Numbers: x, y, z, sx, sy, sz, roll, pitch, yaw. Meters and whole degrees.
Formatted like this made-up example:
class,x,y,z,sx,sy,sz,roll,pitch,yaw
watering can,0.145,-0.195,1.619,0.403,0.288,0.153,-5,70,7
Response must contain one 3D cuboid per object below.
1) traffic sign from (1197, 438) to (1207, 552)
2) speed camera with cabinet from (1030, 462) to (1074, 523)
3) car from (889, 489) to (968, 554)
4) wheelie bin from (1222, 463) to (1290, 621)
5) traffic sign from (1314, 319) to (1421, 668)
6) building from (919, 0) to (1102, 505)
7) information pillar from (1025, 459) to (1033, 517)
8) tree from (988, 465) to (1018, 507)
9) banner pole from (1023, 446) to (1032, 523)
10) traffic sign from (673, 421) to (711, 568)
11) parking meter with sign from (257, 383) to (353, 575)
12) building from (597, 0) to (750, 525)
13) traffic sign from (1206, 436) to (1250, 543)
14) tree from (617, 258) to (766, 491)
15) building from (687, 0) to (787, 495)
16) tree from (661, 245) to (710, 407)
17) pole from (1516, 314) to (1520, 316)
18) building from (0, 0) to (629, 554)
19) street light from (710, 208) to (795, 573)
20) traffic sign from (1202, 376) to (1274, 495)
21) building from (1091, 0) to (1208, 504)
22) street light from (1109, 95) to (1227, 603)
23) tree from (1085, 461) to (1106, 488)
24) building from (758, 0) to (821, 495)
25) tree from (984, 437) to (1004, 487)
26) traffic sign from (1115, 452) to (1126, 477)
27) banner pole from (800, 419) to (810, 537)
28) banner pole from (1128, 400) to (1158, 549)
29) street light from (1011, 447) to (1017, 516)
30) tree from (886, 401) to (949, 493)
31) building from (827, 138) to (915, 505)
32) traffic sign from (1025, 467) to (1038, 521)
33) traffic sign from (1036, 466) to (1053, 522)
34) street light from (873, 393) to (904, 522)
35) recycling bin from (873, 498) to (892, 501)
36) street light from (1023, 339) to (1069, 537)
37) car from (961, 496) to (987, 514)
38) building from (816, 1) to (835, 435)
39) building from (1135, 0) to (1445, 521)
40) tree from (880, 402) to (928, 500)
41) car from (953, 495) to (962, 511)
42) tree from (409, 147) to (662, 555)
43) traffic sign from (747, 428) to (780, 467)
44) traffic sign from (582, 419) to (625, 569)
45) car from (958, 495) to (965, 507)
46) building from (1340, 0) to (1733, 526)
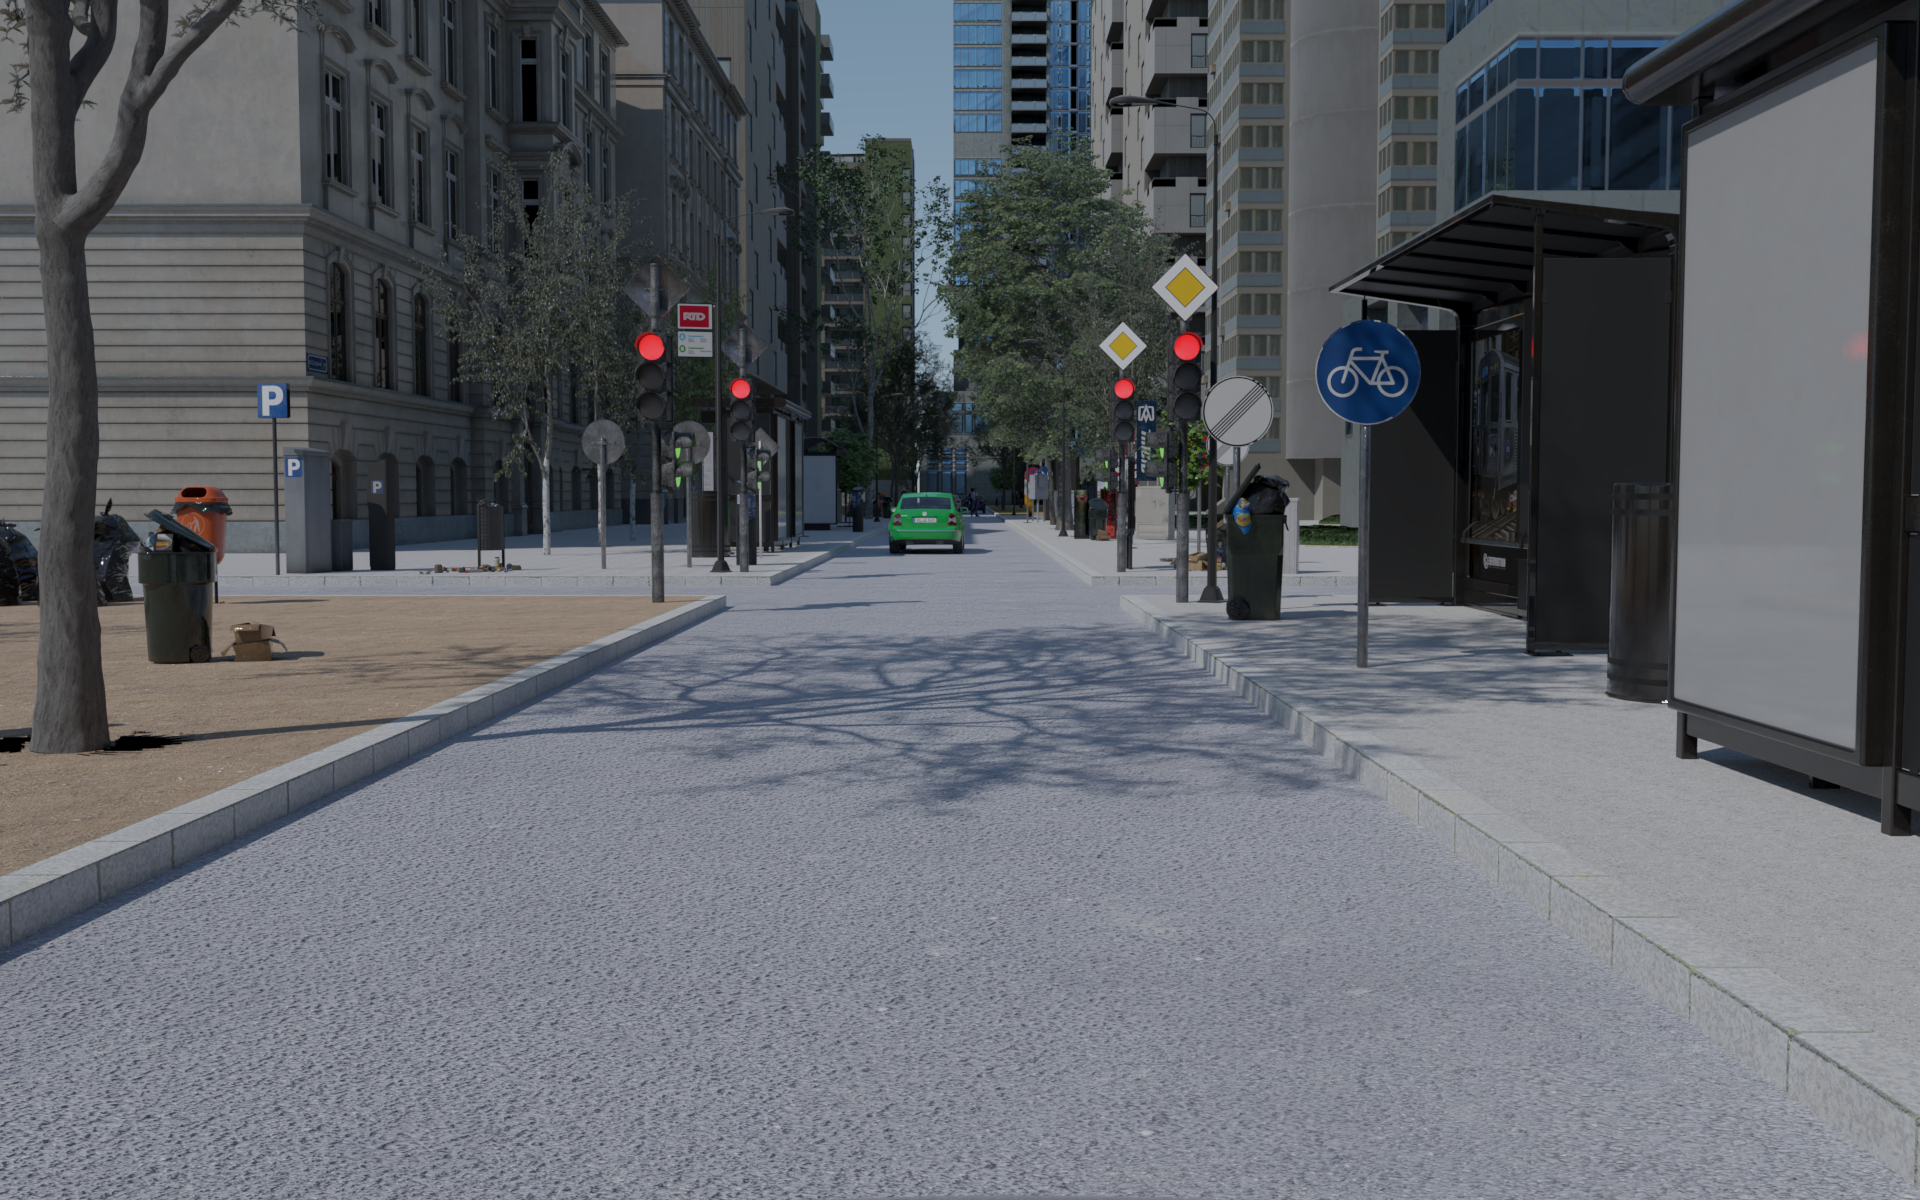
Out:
class,x,y,z,sx,sy,sz,roll,pitch,yaw
traffic sign,5.134,-2.266,37.150,0.768,2.556,0.104,1,4,9
speed camera with cabinet,4.175,-5.147,78.492,2.038,3.252,0.660,-2,4,-26
car,-0.784,-2.093,43.013,1.959,1.807,4.718,0,4,1
wheelie bin,3.046,-0.606,17.812,0.693,1.594,0.980,1,4,9
traffic sign,2.979,-0.773,12.749,0.768,2.556,0.104,0,4,2
building,10.916,-54.592,205.245,31.000,86.520,22.319,0,4,0
information pillar,3.908,-6.519,97.940,0.504,3.616,0.183,1,4,18
tree,4.382,-11.685,174.758,4.285,4.588,4.351,0,3,0
banner pole,2.994,-5.324,77.065,0.401,3.779,0.863,0,4,-2
traffic sign,-4.714,-1.834,30.100,0.768,2.556,0.104,0,4,6
parking meter with sign,-10.577,-1.950,28.139,0.543,3.016,1.738,1,4,16
building,-17.892,-17.553,84.258,12.463,27.353,25.104,0,4,0
traffic sign,4.813,-1.899,31.162,0.768,2.556,0.104,1,4,9
tree,-8.203,-6.305,53.448,4.737,8.622,4.395,0,3,0
building,-26.218,-32.250,116.522,28.713,52.752,27.495,0,4,0
tree,-8.428,-5.582,41.630,4.360,8.622,3.978,0,3,0
pole,6.390,-1.582,19.713,0.158,3.312,0.155,0,3,0
building,-19.080,-14.339,53.529,14.460,24.649,34.723,0,4,0
street light,-3.381,-3.407,28.242,1.470,5.913,1.316,0,4,0
traffic sign,2.994,-1.140,18.752,0.768,2.556,0.104,0,4,2
building,26.183,-34.724,156.984,28.713,52.752,27.495,0,4,0
street light,2.442,-2.924,20.351,1.470,5.913,1.316,0,4,0
tree,7.503,-5.785,89.181,1.663,3.219,1.824,0,3,0
building,-18.641,-27.838,138.749,14.154,41.232,14.086,0,4,0
tree,4.793,-14.046,180.020,4.360,8.622,3.978,0,3,0
traffic sign,4.806,-3.137,51.390,0.768,2.556,0.104,1,4,9
banner pole,-4.847,-3.775,51.736,0.401,3.779,0.863,2,4,33
banner pole,4.213,-3.101,40.716,0.863,3.779,0.401,0,4,4
street light,2.686,-7.990,103.172,1.470,5.913,1.316,0,4,0
tree,-4.477,-15.498,179.150,9.928,11.665,9.643,0,3,0
building,-12.301,-31.711,202.071,14.086,41.232,14.154,0,4,0
traffic sign,3.465,-5.020,82.191,0.768,2.556,0.104,0,4,5
traffic sign,3.885,-4.879,79.880,0.768,2.556,0.104,0,4,1
street light,-3.293,-6.562,79.825,1.470,5.913,1.316,0,4,0
recycling bin,-4.549,-5.327,99.652,0.722,1.027,0.722,2,4,29
street light,2.576,-4.864,52.074,1.470,5.913,1.316,0,4,0
car,1.055,-7.070,128.170,1.945,1.354,3.894,0,4,1
building,-27.090,-32.975,158.743,30.456,49.044,23.786,0,4,0
building,25.737,-24.263,88.589,32.217,40.220,23.993,0,4,0
tree,-4.477,-11.322,135.480,4.737,8.622,4.395,0,3,0
car,-0.823,-8.154,145.687,2.083,1.381,4.827,0,3,0
tree,-8.930,-5.249,36.181,4.360,8.622,3.978,0,3,0
traffic sign,-3.985,-2.124,34.464,0.795,2.593,0.064,0,4,4
traffic sign,-6.093,-1.801,29.558,0.768,2.556,0.104,1,4,8
car,-0.546,-8.531,152.055,1.945,1.354,3.894,0,4,0
building,26.817,-44.828,45.608,31.000,86.520,22.319,0,4,0
